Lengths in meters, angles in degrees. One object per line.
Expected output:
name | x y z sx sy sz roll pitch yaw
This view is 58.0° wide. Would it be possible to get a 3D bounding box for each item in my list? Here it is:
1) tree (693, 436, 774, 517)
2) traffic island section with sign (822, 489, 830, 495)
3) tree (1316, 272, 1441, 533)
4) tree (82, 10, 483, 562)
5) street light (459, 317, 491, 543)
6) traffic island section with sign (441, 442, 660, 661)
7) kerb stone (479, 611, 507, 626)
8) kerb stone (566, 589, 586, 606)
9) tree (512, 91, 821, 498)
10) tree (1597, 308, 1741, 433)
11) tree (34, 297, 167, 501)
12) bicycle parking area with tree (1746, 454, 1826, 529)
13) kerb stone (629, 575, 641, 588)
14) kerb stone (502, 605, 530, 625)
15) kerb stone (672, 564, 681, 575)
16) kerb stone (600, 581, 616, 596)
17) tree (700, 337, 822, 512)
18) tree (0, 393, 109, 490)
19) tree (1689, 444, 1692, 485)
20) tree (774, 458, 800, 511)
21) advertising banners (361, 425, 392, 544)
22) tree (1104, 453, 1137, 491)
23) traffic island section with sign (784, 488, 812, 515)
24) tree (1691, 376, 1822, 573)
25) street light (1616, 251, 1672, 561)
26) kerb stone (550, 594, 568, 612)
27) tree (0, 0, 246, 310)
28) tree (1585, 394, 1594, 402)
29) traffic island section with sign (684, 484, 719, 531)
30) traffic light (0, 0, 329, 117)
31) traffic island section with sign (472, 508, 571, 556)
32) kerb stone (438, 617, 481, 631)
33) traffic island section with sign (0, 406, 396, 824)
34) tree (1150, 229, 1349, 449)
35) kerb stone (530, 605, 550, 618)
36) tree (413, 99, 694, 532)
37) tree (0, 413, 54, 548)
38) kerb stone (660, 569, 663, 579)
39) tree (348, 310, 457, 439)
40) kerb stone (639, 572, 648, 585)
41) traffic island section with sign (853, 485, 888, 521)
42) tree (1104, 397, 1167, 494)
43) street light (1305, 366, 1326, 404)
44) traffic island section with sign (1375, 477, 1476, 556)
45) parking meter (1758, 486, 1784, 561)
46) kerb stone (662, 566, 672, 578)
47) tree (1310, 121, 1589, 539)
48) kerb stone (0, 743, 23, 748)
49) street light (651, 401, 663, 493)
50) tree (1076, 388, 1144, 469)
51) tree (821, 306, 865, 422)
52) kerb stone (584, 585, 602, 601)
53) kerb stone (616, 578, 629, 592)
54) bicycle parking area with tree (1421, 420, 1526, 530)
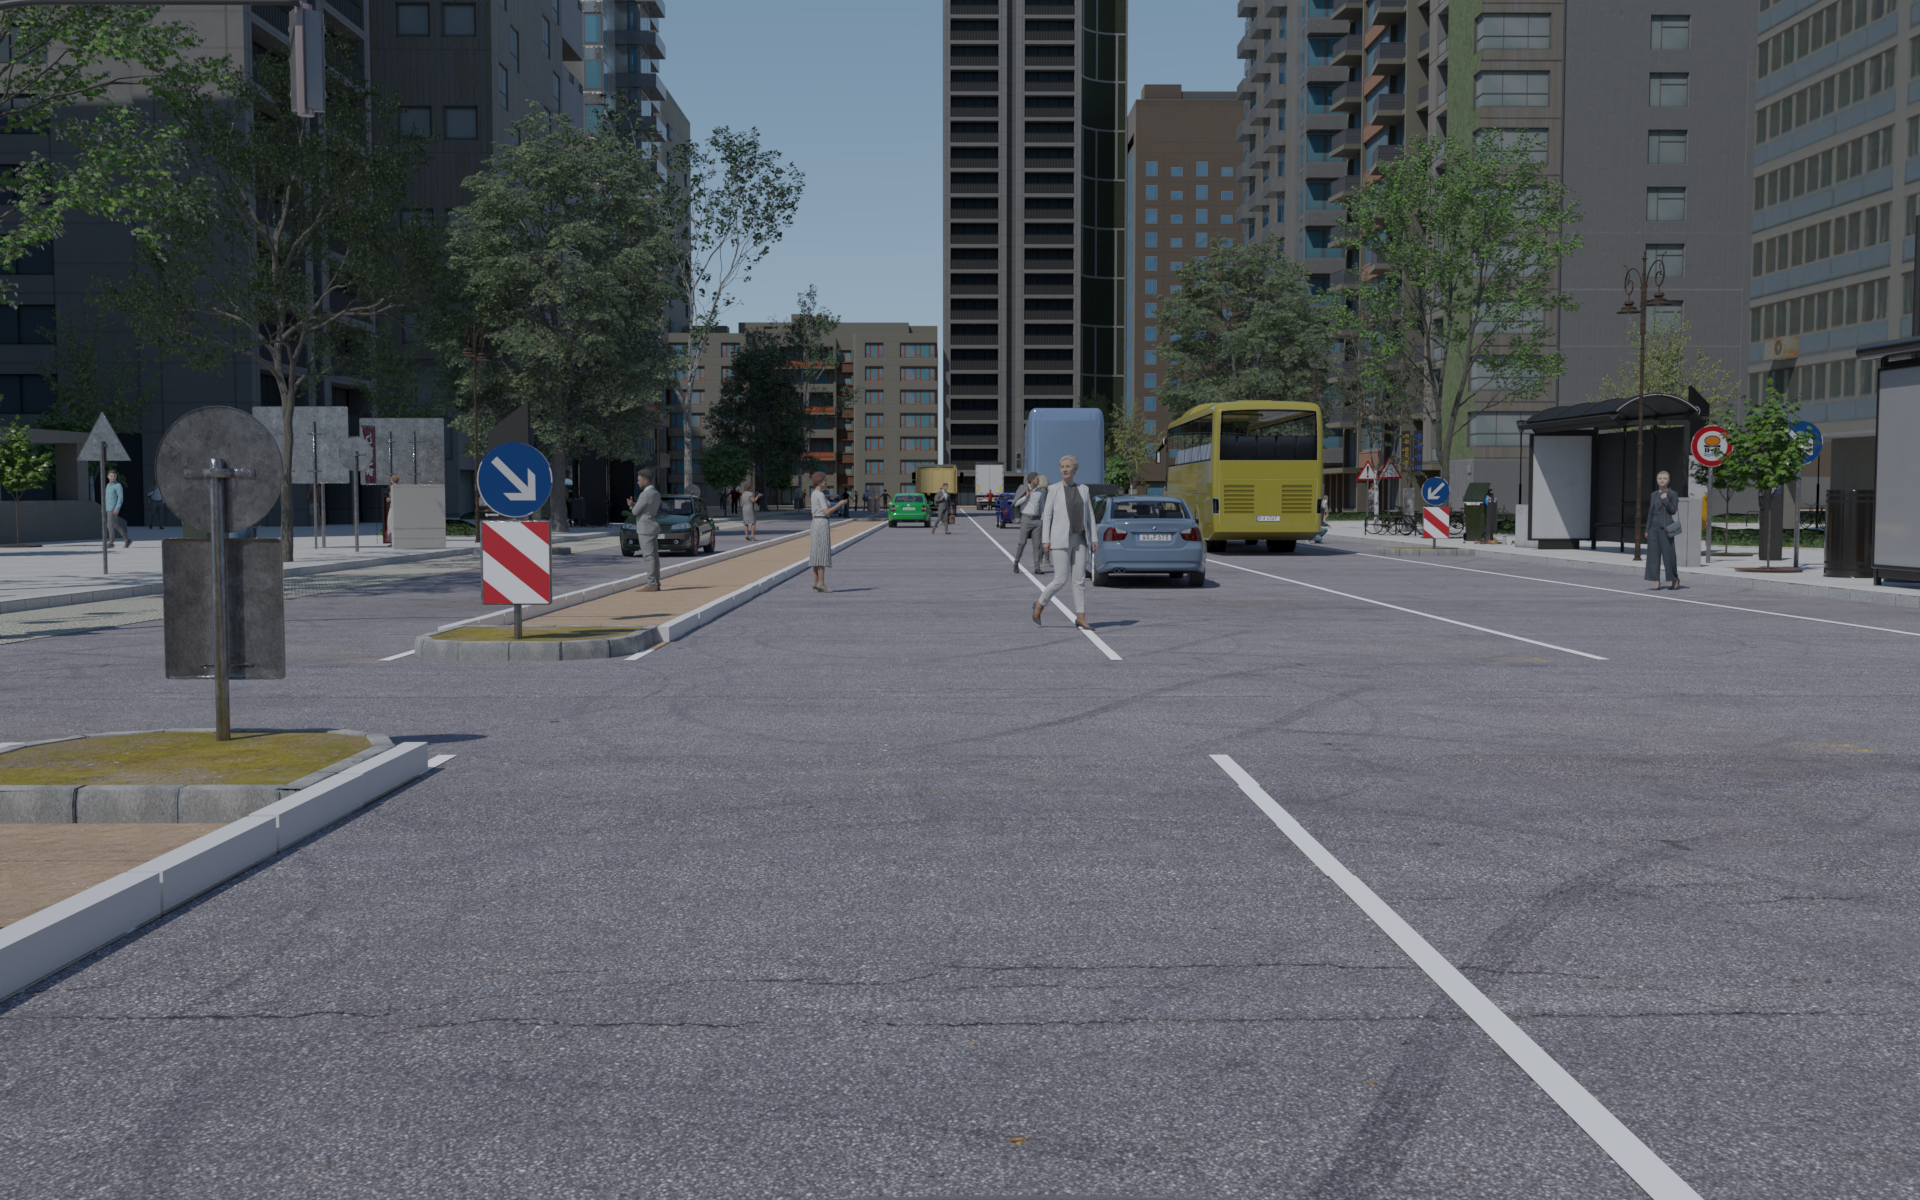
tree | -13.257 -6.937 97.140 4.285 4.588 4.351 0 3 0
traffic island section with sign | -11.202 -8.349 145.141 1.989 1.847 2.006 0 4 0
tree | 13.713 -6.508 56.766 4.360 8.622 3.978 0 3 0
tree | -12.511 -6.012 32.709 8.767 10.594 7.601 3 5 43
street light | -12.711 -4.447 45.494 0.468 5.910 1.993 0 4 0
traffic island section with sign | -3.897 -0.470 15.822 2.006 1.907 1.989 0 4 0
kerb stone | -4.984 0.247 18.219 0.120 0.150 1.000 0 4 0
kerb stone | -5.023 -0.006 22.325 0.120 0.150 1.000 0 4 0
tree | -14.386 -13.897 83.112 12.611 20.169 13.585 0 3 0
tree | 28.200 -7.213 68.295 4.737 8.622 4.395 0 3 0
tree | -32.676 -7.044 65.527 4.737 8.622 4.395 0 3 0
bicycle parking area with tree | 34.685 -4.790 65.325 8.231 4.147 9.016 0 4 5
kerb stone | -5.050 -0.250 26.426 0.120 0.150 1.000 0 4 0
kerb stone | -4.991 0.181 19.241 0.120 0.150 1.000 0 4 0
kerb stone | -5.094 -0.510 30.526 0.120 0.150 1.000 0 4 0
kerb stone | -5.038 -0.133 24.374 0.120 0.150 1.000 0 4 0
tree | -14.541 -12.827 126.734 9.611 12.733 9.660 0 3 0
tree | -31.748 -4.716 60.814 4.285 4.588 4.351 0 3 0
tree | 16.045 -2.526 35.907 1.663 3.219 1.824 0 3 0
tree | -14.190 -9.270 135.270 4.285 4.588 4.351 0 3 0
advertising banners | -14.790 -2.978 44.886 0.090 3.025 2.074 1 4 21
tree | 12.693 -9.564 140.082 4.285 4.588 4.351 0 3 0
traffic island section with sign | -10.968 -6.701 118.187 1.989 1.847 2.006 0 4 0
tree | 13.229 -2.078 28.574 1.663 3.219 1.824 0 3 0
street light | 13.034 -3.692 33.145 0.468 5.910 1.993 0 4 0
kerb stone | -5.015 0.055 21.293 0.120 0.150 1.000 0 4 0
tree | -13.378 -5.894 22.119 9.928 11.665 9.643 0 3 0
tree | 29.364 -7.600 74.624 4.737 8.622 4.395 0 3 0
traffic island section with sign | -10.551 -3.646 68.241 1.989 1.847 2.006 0 4 0
traffic light | -8.294 -2.530 16.029 4.771 5.953 1.251 0 4 0
traffic island section with sign | -10.321 -1.984 41.060 1.989 1.847 2.006 0 4 0
kerb stone | -4.977 0.306 17.196 0.120 0.150 1.000 0 4 0
traffic island section with sign | -3.844 -0.017 8.415 2.006 1.907 1.989 0 4 0
tree | 13.705 -10.760 82.587 9.857 13.997 8.962 0 3 0
kerb stone | -5.003 0.118 20.269 0.120 0.150 1.000 0 4 0
tree | -13.448 -9.254 57.960 9.857 13.997 8.962 0 3 0
tree | -22.551 -2.876 41.619 1.663 3.219 1.824 0 3 0
kerb stone | -5.071 -0.384 28.481 0.120 0.150 1.000 0 4 0
tree | -22.575 -7.331 70.229 4.737 8.622 4.395 0 3 0
kerb stone | -5.065 -0.321 27.452 0.120 0.150 1.000 0 4 0
traffic island section with sign | -4.549 -5.066 90.958 2.006 1.907 1.989 0 4 0
tree | 13.153 -11.038 130.839 4.737 8.622 4.395 0 3 0
street light | 12.768 -5.475 62.307 0.468 5.910 1.993 0 4 0
traffic island section with sign | 10.907 -1.973 40.887 1.989 1.847 2.006 0 4 0
parking meter | 15.618 -1.691 33.365 0.399 1.863 0.255 0 4 1
kerb stone | -5.082 -0.446 29.504 0.120 0.150 1.000 0 4 0
tree | 13.907 -7.570 49.524 9.928 11.665 9.643 0 3 0
kerb stone | -4.889 0.843 8.471 0.120 0.150 1.000 0 4 0
street light | -13.046 -6.250 74.969 0.468 5.910 1.993 0 4 0
tree | 12.448 -13.313 152.084 8.767 10.594 7.601 -2 4 -27
tree | -15.040 -18.497 158.307 12.611 20.169 13.585 0 3 0
kerb stone | -5.022 -0.069 23.352 0.120 0.150 1.000 0 4 0
kerb stone | -5.040 -0.192 25.399 0.120 0.150 1.000 0 4 0
bicycle parking area with tree | 21.610 -4.755 64.742 9.016 4.147 8.231 1 4 21
